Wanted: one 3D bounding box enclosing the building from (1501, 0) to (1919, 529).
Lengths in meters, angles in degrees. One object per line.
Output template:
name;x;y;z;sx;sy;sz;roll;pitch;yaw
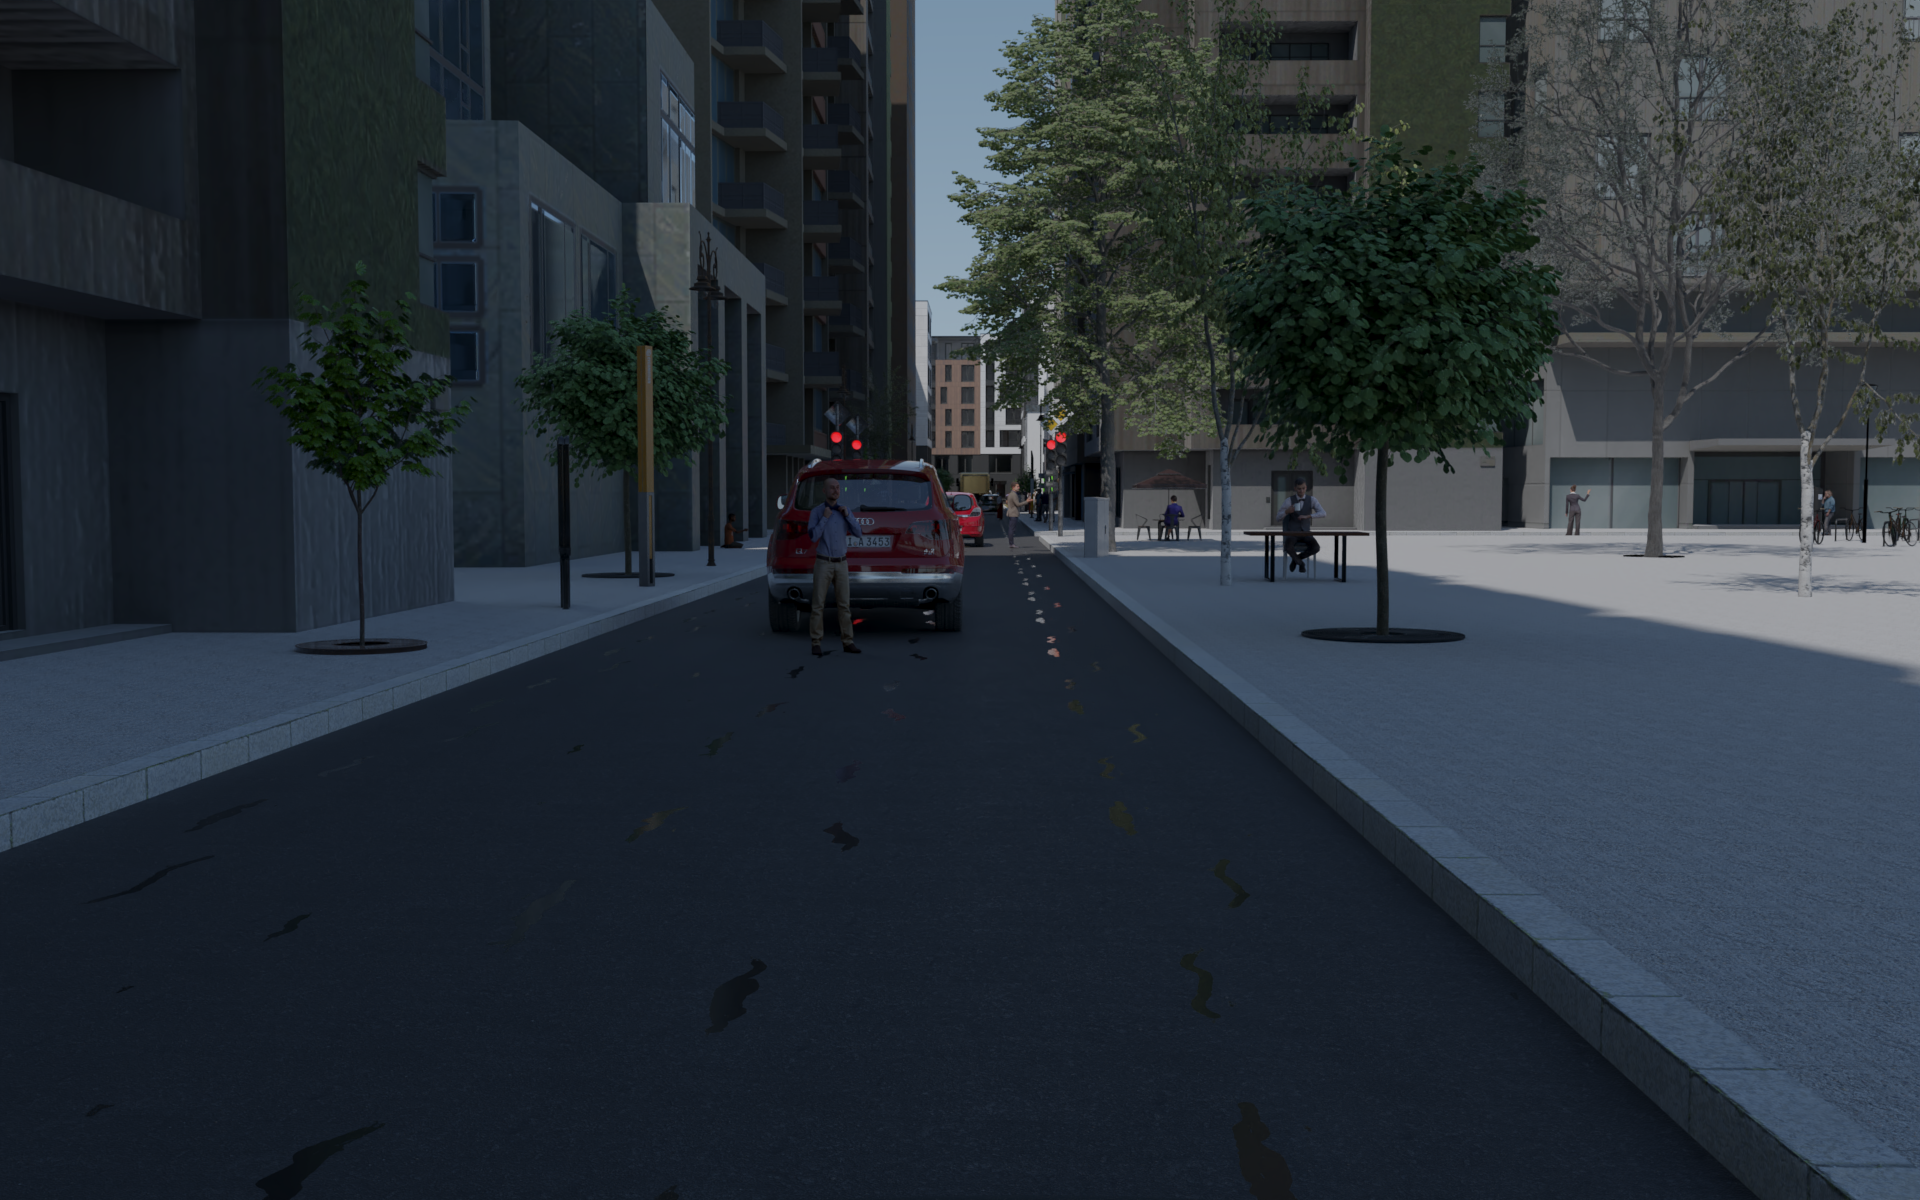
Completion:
building;33.853;-29.575;72.797;27.495;52.752;28.713;0;4;1

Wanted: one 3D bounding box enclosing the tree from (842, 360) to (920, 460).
tree;-4.276;-8.814;94.470;4.360;8.622;3.978;0;3;0

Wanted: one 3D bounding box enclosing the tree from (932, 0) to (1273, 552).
tree;2.946;-7.355;38.382;7.486;12.596;7.792;0;3;0

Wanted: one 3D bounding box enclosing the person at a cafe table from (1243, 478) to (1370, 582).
person at a cafe table;5.096;-1.056;25.788;1.698;1.524;1.622;0;4;3

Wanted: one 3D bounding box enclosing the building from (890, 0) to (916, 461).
building;-10.433;-29.126;126.324;14.600;45.320;14.200;0;4;1

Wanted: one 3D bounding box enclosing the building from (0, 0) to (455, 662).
building;-13.194;-14.765;13.111;14.160;30.474;14.107;0;4;1

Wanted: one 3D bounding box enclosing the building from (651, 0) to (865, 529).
building;-15.705;-25.664;74.234;22.147;44.769;28.867;0;4;1

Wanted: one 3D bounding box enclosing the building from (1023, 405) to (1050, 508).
building;10.763;-13.514;163.093;9.099;9.664;28.070;0;4;1

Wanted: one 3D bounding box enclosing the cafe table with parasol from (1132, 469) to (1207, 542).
cafe table with parasol;5.732;-2.611;47.560;2.610;1.966;2.610;-2;4;-32

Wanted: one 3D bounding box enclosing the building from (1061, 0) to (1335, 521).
building;12.754;-20.049;99.510;14.160;30.474;14.107;0;4;1

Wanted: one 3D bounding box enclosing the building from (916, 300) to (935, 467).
building;-17.377;-20.601;180.792;27.936;21.610;32.646;0;4;1

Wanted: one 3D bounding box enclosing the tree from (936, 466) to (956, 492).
tree;-2.022;-13.227;199.977;4.285;4.588;4.351;0;3;0

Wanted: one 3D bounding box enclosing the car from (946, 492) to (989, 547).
car;-0.244;-2.403;48.324;2.155;1.783;4.494;0;4;0

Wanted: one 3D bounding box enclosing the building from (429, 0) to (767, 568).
building;-21.439;-44.371;38.144;31.000;86.520;22.319;0;4;1

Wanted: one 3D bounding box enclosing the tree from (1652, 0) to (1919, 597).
tree;10.487;-4.327;21.115;4.360;8.622;3.978;0;3;0

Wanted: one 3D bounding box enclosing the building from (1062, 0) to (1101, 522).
building;12.327;-26.555;84.291;14.600;45.320;14.200;0;4;1

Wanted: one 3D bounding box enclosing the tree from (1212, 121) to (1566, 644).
tree;3.839;-1.944;15.495;4.285;4.588;4.351;0;3;0

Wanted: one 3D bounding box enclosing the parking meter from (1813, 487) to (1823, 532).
parking meter;29.103;-3.087;58.880;0.372;1.533;0.369;0;3;0

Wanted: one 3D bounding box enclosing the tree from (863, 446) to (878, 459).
tree;-3.700;-4.605;69.892;1.663;3.219;1.824;0;3;0

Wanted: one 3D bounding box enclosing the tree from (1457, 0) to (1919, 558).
tree;14.213;-7.610;34.794;12.009;13.543;11.850;0;3;0

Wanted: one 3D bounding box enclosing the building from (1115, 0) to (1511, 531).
building;12.086;-18.027;66.451;14.107;30.474;14.160;0;4;1

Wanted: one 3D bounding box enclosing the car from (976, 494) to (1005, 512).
car;2.156;-6.817;121.243;2.009;1.686;4.222;0;4;1

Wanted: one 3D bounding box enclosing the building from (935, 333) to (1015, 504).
building;0.635;-23.859;234.073;32.646;21.610;27.936;0;4;1

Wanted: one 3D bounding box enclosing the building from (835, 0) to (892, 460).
building;-11.495;-25.694;103.698;14.154;41.232;14.086;0;4;1

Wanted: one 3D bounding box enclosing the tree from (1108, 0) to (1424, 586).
tree;3.829;-4.493;23.821;4.737;8.622;4.395;0;3;0

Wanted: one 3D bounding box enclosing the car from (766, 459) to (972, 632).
car;-0.992;-0.667;19.584;2.281;1.827;5.304;0;4;-1

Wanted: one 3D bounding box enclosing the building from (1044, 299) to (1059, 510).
building;14.995;-17.484;142.276;16.016;20.091;11.380;0;4;1

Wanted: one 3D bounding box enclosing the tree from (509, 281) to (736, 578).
tree;-5.231;-2.646;26.982;4.285;4.588;4.351;0;3;0

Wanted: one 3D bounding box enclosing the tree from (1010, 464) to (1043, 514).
tree;4.283;-7.126;111.112;1.663;3.219;1.824;0;3;0

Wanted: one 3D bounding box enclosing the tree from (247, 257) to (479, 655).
tree;-4.804;-1.201;14.240;1.663;3.219;1.824;0;3;0

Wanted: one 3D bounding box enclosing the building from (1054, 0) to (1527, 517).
building;20.450;-32.485;120.375;28.713;52.752;27.495;0;4;1

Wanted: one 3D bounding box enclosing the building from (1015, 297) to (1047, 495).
building;20.698;-21.382;193.571;27.936;21.610;32.646;0;4;1

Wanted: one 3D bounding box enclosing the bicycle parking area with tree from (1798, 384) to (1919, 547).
bicycle parking area with tree;25.896;-3.474;43.810;9.016;4.147;8.231;-3;5;-41
